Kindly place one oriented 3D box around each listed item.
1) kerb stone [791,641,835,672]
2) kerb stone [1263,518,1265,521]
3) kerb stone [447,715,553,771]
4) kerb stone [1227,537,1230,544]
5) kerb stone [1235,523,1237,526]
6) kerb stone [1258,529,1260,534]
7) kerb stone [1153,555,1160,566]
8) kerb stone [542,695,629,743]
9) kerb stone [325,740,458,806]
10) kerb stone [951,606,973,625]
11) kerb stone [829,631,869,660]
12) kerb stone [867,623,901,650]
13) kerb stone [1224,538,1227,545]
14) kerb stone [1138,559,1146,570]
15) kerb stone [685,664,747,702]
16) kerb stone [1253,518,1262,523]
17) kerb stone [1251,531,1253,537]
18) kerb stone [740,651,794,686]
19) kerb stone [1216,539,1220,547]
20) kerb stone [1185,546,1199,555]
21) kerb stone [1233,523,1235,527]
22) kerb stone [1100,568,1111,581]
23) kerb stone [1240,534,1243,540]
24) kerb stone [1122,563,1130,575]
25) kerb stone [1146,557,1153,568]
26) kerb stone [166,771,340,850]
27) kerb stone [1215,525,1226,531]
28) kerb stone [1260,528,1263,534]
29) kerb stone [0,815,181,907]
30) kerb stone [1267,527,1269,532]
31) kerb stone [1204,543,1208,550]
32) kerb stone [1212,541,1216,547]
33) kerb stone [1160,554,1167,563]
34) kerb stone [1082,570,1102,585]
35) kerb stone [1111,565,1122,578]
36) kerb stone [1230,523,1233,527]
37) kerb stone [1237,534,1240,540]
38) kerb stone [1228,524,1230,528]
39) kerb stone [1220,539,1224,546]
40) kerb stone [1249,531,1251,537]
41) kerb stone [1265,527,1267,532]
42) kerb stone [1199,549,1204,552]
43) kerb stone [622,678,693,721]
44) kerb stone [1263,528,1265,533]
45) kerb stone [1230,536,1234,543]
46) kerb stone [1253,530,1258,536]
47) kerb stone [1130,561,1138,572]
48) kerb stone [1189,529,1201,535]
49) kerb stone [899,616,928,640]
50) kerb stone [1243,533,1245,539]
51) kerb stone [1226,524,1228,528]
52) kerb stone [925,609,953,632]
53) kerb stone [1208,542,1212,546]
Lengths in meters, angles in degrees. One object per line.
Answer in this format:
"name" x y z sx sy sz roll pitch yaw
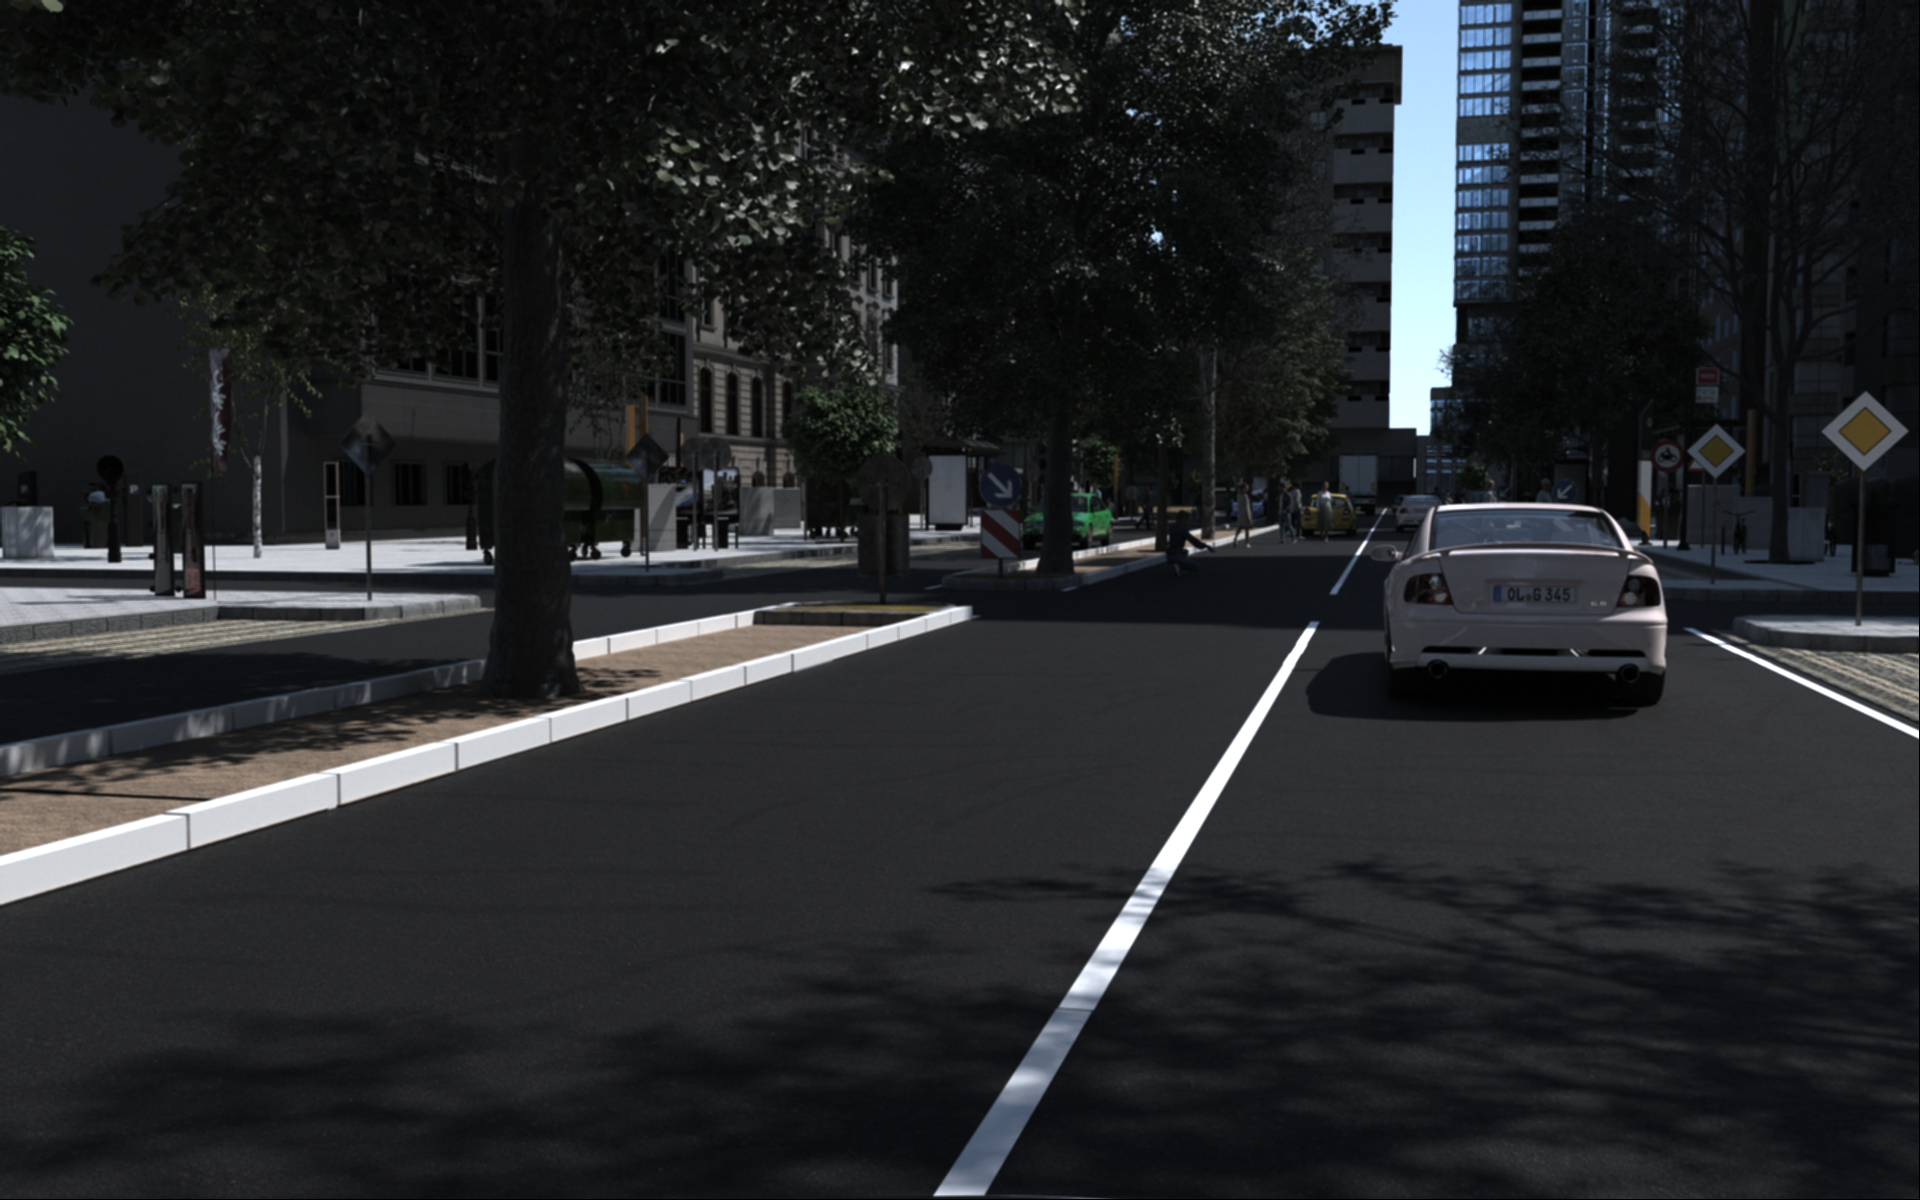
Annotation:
"kerb stone" -1.272 0.477 14.404 0.120 0.150 1.000 1 4 14
"kerb stone" 15.801 -4.210 91.030 0.120 0.150 1.000 1 4 14
"kerb stone" -2.526 0.781 9.439 0.120 0.150 1.000 1 4 14
"kerb stone" 7.586 -1.680 49.723 0.120 0.150 1.000 1 4 14
"kerb stone" 11.804 -3.235 75.106 0.120 0.150 1.000 1 4 14
"kerb stone" 10.339 -2.349 60.667 0.120 0.150 1.000 1 4 14
"kerb stone" 3.847 -0.770 34.809 0.120 0.150 1.000 1 4 14
"kerb stone" -2.281 0.720 10.431 0.120 0.150 1.000 1 4 14
"kerb stone" -2.780 0.841 8.448 0.120 0.150 1.000 1 4 14
"kerb stone" -0.036 0.173 19.373 0.120 0.150 1.000 1 4 14
"kerb stone" -1.034 0.417 15.401 0.120 0.150 1.000 1 4 14
"kerb stone" -0.783 0.355 16.392 0.120 0.150 1.000 1 4 14
"kerb stone" 7.343 -1.623 48.730 0.120 0.150 1.000 1 4 14
"kerb stone" 3.346 -0.650 32.822 0.120 0.150 1.000 1 4 14
"kerb stone" -1.783 0.598 12.418 0.120 0.150 1.000 1 4 14
"kerb stone" 15.305 -4.088 89.033 0.120 0.150 1.000 1 4 14
"kerb stone" 9.586 -2.166 57.667 0.120 0.150 1.000 1 4 14
"kerb stone" -1.531 0.537 13.415 0.120 0.150 1.000 1 4 14
"kerb stone" 6.839 -1.501 46.741 0.120 0.150 1.000 1 4 14
"kerb stone" 5.592 -1.197 41.771 0.120 0.150 1.000 1 4 14
"kerb stone" 11.552 -3.176 74.115 0.120 0.150 1.000 1 4 14
"kerb stone" 2.341 -0.407 28.845 0.120 0.150 1.000 1 4 14
"kerb stone" 8.586 -1.925 53.701 0.120 0.150 1.000 1 4 14
"kerb stone" 2.842 -0.525 30.835 0.120 0.150 1.000 1 4 14
"kerb stone" 3.588 -0.710 33.815 0.120 0.150 1.000 1 4 14
"kerb stone" -3.030 0.901 7.457 0.120 0.150 1.000 1 4 14
"kerb stone" 10.553 -2.931 70.145 0.120 0.150 1.000 1 4 14
"kerb stone" 10.587 -2.414 61.659 0.120 0.150 1.000 1 4 14
"kerb stone" -3.276 0.967 6.463 0.120 0.150 1.000 1 4 14
"kerb stone" 11.331 -2.595 64.634 0.120 0.150 1.000 1 4 14
"kerb stone" 6.087 -1.319 43.755 0.120 0.150 1.000 1 4 14
"kerb stone" 6.596 -1.440 45.747 0.120 0.150 1.000 1 4 14
"kerb stone" 4.092 -0.830 35.803 0.120 0.150 1.000 1 4 14
"kerb stone" 2.099 -0.341 27.852 0.120 0.150 1.000 1 4 14
"kerb stone" 2.603 -0.467 29.834 0.120 0.150 1.000 1 4 14
"kerb stone" 11.308 -3.115 73.122 0.120 0.150 1.000 1 4 14
"kerb stone" 8.337 -1.864 52.709 0.120 0.150 1.000 1 4 14
"kerb stone" 11.050 -3.054 72.128 0.120 0.150 1.000 1 4 14
"kerb stone" 7.095 -1.562 47.737 0.120 0.150 1.000 1 4 14
"kerb stone" 9.345 -2.109 56.674 0.120 0.150 1.000 1 4 14
"kerb stone" 11.085 -2.535 63.642 0.120 0.150 1.000 1 4 14
"kerb stone" 5.840 -1.258 42.763 0.120 0.150 1.000 1 4 14
"kerb stone" -2.028 0.662 11.422 0.120 0.150 1.000 1 4 14
"kerb stone" 10.839 -2.474 62.649 0.120 0.150 1.000 1 4 14
"kerb stone" 7.841 -1.744 50.715 0.120 0.150 1.000 1 4 14
"kerb stone" 10.090 -2.291 59.658 0.120 0.150 1.000 1 4 14
"kerb stone" 3.095 -0.589 31.825 0.120 0.150 1.000 1 4 14
"kerb stone" 8.311 -2.386 61.205 0.120 0.150 1.000 1 4 14
"kerb stone" -0.533 0.297 17.383 0.120 0.150 1.000 1 4 14
"kerb stone" 8.843 -1.987 54.690 0.120 0.150 1.000 1 4 14
"kerb stone" 10.812 -2.992 71.134 0.120 0.150 1.000 1 4 14
"kerb stone" -0.284 0.234 18.377 0.120 0.150 1.000 1 4 14
"kerb stone" 6.343 -1.380 44.754 0.120 0.150 1.000 1 4 14
